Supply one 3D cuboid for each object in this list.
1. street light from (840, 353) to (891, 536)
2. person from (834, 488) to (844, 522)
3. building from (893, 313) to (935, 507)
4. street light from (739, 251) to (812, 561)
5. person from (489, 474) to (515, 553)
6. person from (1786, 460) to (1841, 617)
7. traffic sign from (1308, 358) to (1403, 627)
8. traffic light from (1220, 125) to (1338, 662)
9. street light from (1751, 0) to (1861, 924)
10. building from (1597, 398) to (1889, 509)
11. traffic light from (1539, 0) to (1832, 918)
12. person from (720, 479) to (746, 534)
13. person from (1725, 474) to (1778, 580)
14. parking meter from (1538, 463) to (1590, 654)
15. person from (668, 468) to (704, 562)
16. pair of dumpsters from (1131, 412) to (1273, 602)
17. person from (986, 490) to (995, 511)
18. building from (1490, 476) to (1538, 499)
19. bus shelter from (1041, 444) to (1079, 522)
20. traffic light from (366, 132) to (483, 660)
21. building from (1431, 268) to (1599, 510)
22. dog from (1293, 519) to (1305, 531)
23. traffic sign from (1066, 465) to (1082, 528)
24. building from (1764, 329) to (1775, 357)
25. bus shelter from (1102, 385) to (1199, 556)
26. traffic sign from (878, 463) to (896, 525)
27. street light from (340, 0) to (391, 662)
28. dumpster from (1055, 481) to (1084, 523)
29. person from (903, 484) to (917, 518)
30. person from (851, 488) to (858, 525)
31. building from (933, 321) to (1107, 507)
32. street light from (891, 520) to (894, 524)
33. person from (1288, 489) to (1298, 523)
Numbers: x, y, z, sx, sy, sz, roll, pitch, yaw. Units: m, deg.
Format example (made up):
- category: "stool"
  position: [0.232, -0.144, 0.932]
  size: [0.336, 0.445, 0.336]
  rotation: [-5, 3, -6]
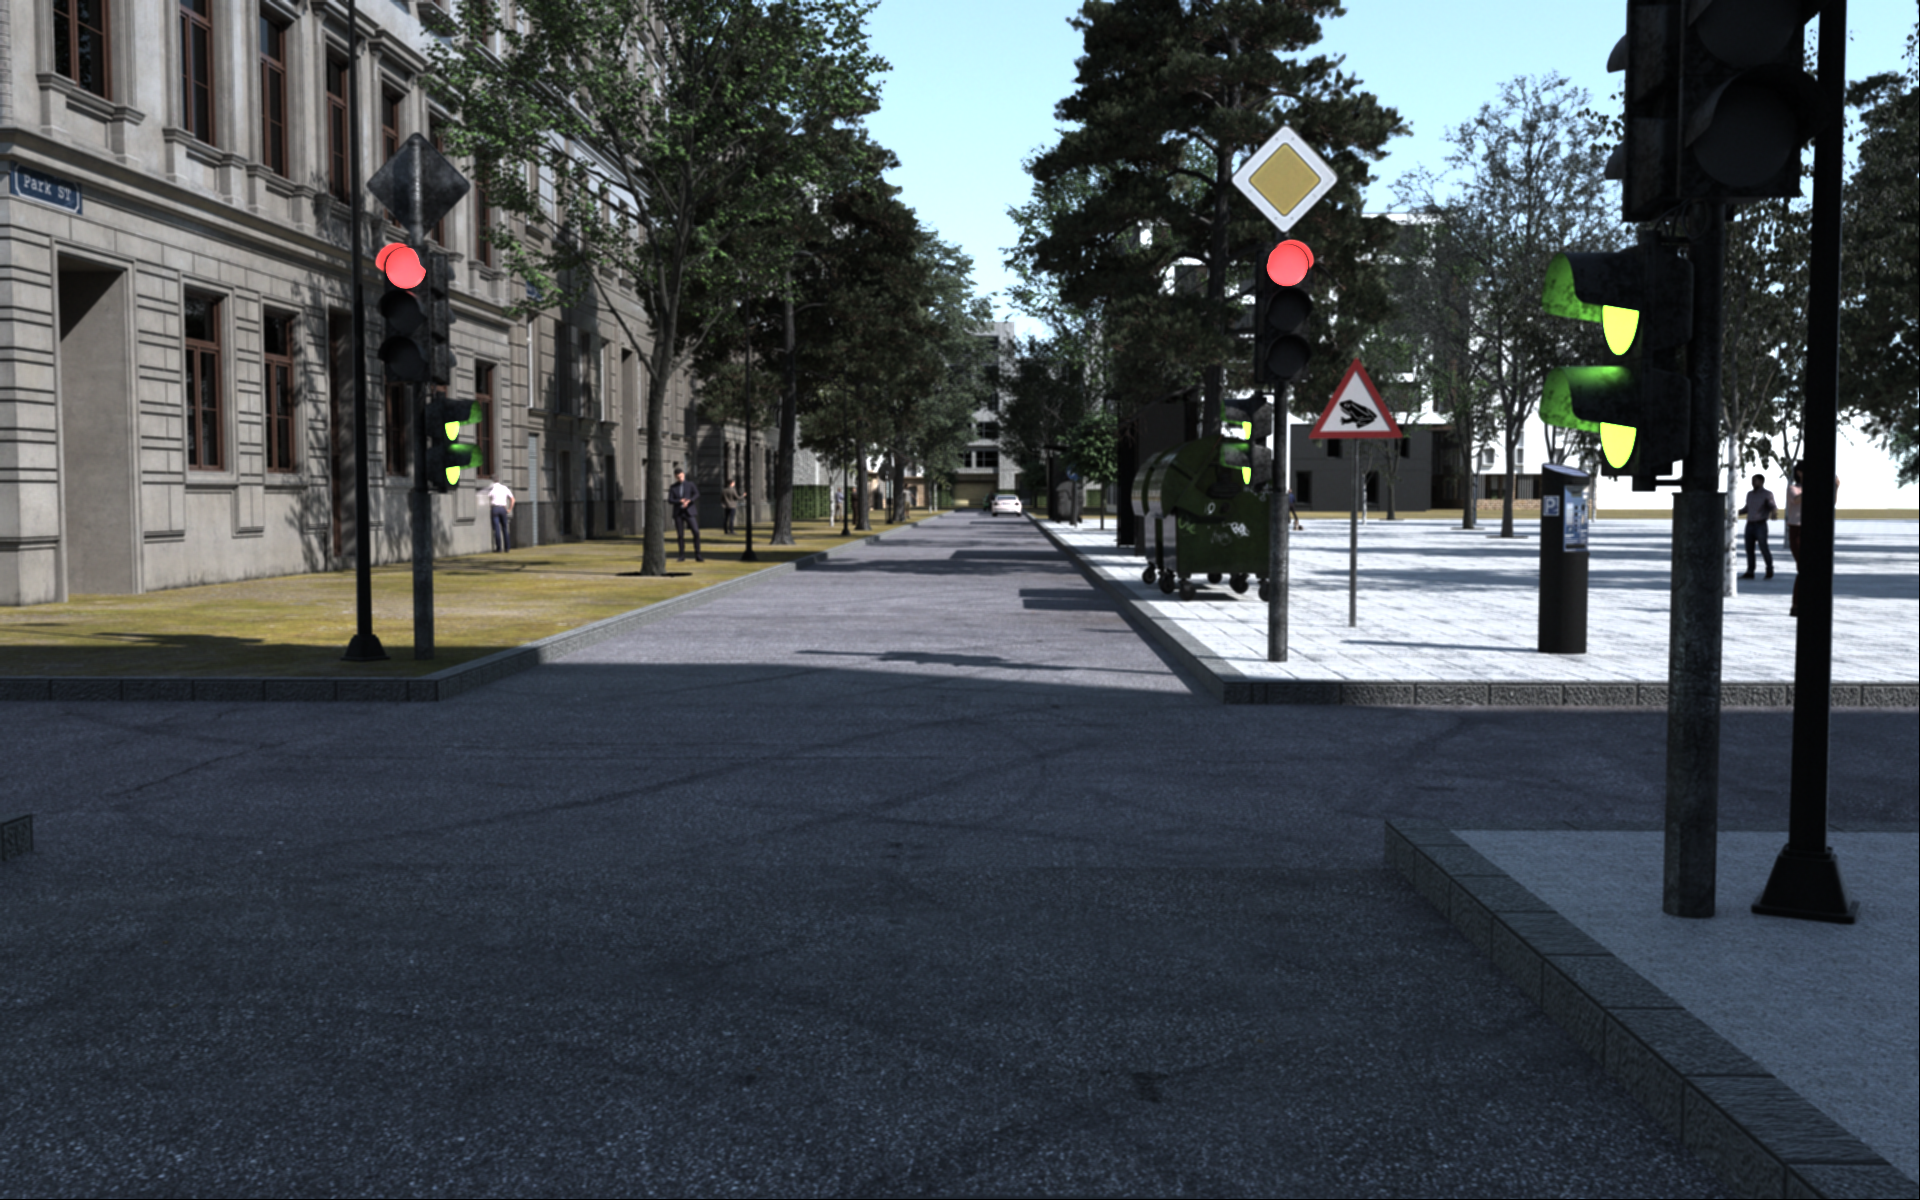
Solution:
- category: "street light"
  position: [-2.987, -4.939, 53.300]
  size: [1.470, 5.913, 1.316]
  rotation: [0, 4, 1]
- category: "person"
  position: [-5.479, -4.302, 78.444]
  size: [0.516, 1.574, 0.319]
  rotation: [3, 4, 37]
- category: "building"
  position: [-8.282, -20.121, 185.395]
  size: [11.380, 20.091, 16.016]
  rotation: [0, 4, 1]
- category: "street light"
  position: [-3.535, -3.714, 33.258]
  size: [1.470, 5.913, 1.316]
  rotation: [0, 4, 1]
- category: "person"
  position: [-10.136, -1.892, 37.914]
  size: [0.756, 1.711, 0.436]
  rotation: [-2, 4, -31]
- category: "person"
  position: [8.938, -0.653, 18.175]
  size: [0.517, 1.644, 0.566]
  rotation: [2, 4, 27]
- category: "traffic sign"
  position: [3.787, -1.017, 16.636]
  size: [0.884, 2.594, 0.081]
  rotation: [0, 4, 8]
- category: "traffic light"
  position: [2.419, -1.464, 13.176]
  size: [0.839, 4.213, 0.868]
  rotation: [0, 4, 1]
- category: "street light"
  position: [2.069, -1.996, 5.183]
  size: [1.470, 5.913, 1.316]
  rotation: [0, 4, 1]
- category: "building"
  position: [68.381, -12.973, 154.251]
  size: [28.070, 9.664, 9.099]
  rotation: [0, 4, 1]
- category: "traffic light"
  position: [2.214, -0.975, 5.193]
  size: [0.839, 4.213, 0.868]
  rotation: [0, 4, 1]
- category: "person"
  position: [-7.220, -2.987, 55.419]
  size: [0.750, 1.759, 0.617]
  rotation: [-3, 5, -42]
- category: "person"
  position: [11.901, -1.094, 25.896]
  size: [0.435, 1.587, 0.963]
  rotation: [-2, 4, -30]
- category: "parking meter"
  position: [4.886, -0.342, 14.008]
  size: [0.372, 1.533, 0.369]
  rotation: [0, 3, 0]
- category: "person"
  position: [-5.188, -1.608, 32.782]
  size: [0.683, 1.767, 0.568]
  rotation: [0, 4, -5]
- category: "pair of dumpsters"
  position: [3.180, -1.230, 22.605]
  size: [1.574, 2.255, 4.436]
  rotation: [0, 4, 2]
- category: "person"
  position: [2.586, -8.205, 143.200]
  size: [0.434, 1.755, 0.990]
  rotation: [-3, 5, -40]
- category: "building"
  position: [44.720, -19.489, 185.107]
  size: [31.486, 18.905, 16.747]
  rotation: [0, 4, 1]
- category: "bus shelter"
  position: [4.862, -5.654, 83.721]
  size: [1.731, 3.624, 6.357]
  rotation: [0, 4, 1]
- category: "traffic light"
  position: [-4.141, -1.473, 13.327]
  size: [0.839, 4.213, 0.868]
  rotation: [0, 4, 1]
- category: "building"
  position: [47.572, -18.004, 150.792]
  size: [11.380, 20.091, 16.016]
  rotation: [0, 4, 1]
- category: "dog"
  position: [11.997, -2.653, 61.106]
  size: [0.748, 0.427, 0.550]
  rotation: [-1, 4, -10]
- category: "traffic sign"
  position: [4.447, -4.050, 66.327]
  size: [0.768, 2.556, 0.104]
  rotation: [1, 4, 9]
- category: "building"
  position: [77.503, -20.006, 183.515]
  size: [11.380, 20.091, 16.016]
  rotation: [0, 4, 1]
- category: "bus shelter"
  position: [4.197, -2.896, 38.634]
  size: [1.731, 3.624, 6.357]
  rotation: [0, 4, 2]
- category: "traffic sign"
  position: [-3.066, -4.407, 72.165]
  size: [0.768, 2.556, 0.104]
  rotation: [1, 4, 9]
- category: "street light"
  position: [-4.066, -2.488, 13.215]
  size: [1.470, 5.913, 1.316]
  rotation: [0, 4, 1]
- category: "dumpster"
  position: [4.846, -4.317, 76.343]
  size: [1.264, 1.857, 1.865]
  rotation: [0, 4, 1]
- category: "person"
  position: [-2.795, -5.214, 91.291]
  size: [0.705, 1.824, 1.348]
  rotation: [3, 5, 41]
- category: "person"
  position: [-4.325, -3.895, 71.996]
  size: [0.388, 1.546, 0.482]
  rotation: [1, 4, 20]
- category: "building"
  position: [13.156, -19.506, 185.372]
  size: [31.486, 18.905, 16.747]
  rotation: [0, 4, 1]
- category: "street light"
  position: [-2.468, -6.206, 74.008]
  size: [1.470, 5.913, 1.316]
  rotation: [0, 4, 1]
- category: "person"
  position: [14.500, -4.106, 75.871]
  size: [0.574, 1.496, 0.600]
  rotation: [0, 4, 2]
